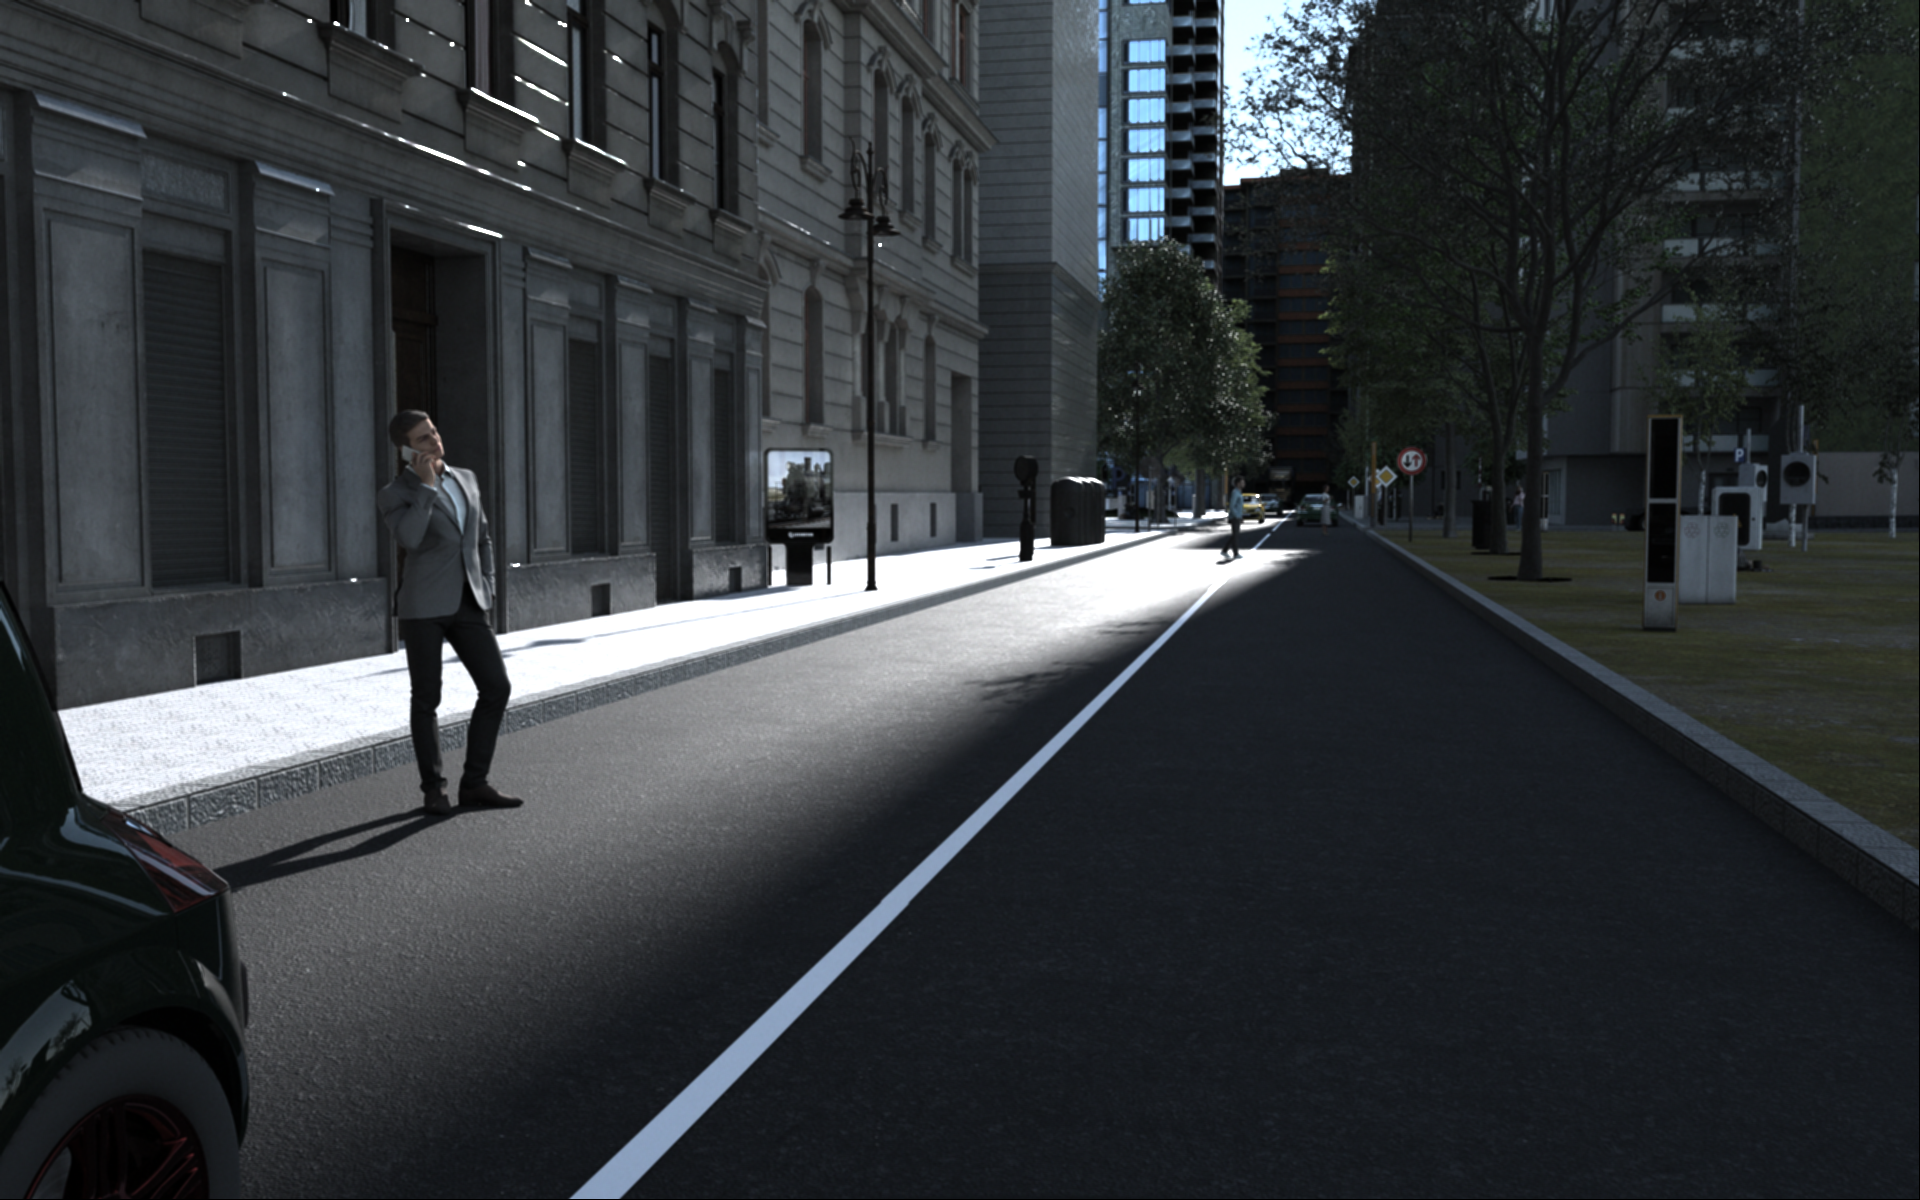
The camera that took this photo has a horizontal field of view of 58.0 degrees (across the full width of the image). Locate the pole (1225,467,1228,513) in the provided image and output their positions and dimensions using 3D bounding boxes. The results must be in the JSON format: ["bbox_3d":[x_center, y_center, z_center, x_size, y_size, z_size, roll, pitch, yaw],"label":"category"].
[{"bbox_3d":[17.632,-7.381,114.523,0.158,3.312,0.155,0,3,0],"label":"pole"}]

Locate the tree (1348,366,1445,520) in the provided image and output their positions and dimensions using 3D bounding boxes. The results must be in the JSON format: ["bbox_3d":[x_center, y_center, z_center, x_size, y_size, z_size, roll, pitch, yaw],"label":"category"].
[{"bbox_3d":[22.102,-8.342,86.758,4.737,8.622,4.395,0,3,0],"label":"tree"}]

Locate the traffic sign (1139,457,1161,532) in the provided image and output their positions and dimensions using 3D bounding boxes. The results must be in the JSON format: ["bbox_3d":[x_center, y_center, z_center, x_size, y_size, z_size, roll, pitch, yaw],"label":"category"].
[{"bbox_3d":[6.471,-3.610,59.133,0.768,2.556,0.104,1,4,20],"label":"traffic sign"}]

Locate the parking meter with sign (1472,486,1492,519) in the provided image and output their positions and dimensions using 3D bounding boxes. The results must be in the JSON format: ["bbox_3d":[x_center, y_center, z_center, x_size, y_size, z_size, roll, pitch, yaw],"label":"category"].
[{"bbox_3d":[27.586,-5.780,90.760,1.738,3.016,0.543,-2,4,-33],"label":"parking meter with sign"}]

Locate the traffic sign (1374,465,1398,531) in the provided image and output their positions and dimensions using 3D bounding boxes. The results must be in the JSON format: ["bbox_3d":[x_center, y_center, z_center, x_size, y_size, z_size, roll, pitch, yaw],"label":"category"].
[{"bbox_3d":[14.730,-3.441,59.909,0.795,2.450,0.064,1,4,11],"label":"traffic sign"}]

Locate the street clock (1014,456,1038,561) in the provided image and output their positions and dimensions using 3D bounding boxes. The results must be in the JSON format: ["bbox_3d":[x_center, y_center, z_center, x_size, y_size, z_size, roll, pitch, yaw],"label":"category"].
[{"bbox_3d":[1.262,-1.743,33.064,0.358,2.002,0.471,-2,4,-35],"label":"street clock"}]

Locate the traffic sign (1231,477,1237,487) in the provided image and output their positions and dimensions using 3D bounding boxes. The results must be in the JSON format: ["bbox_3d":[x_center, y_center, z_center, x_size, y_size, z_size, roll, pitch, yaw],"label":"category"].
[{"bbox_3d":[20.381,-7.814,127.865,0.768,2.556,0.104,1,4,21],"label":"traffic sign"}]

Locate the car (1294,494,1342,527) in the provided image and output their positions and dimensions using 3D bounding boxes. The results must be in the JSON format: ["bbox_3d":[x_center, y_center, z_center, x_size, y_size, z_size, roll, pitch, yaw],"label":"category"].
[{"bbox_3d":[16.131,-4.053,78.067,2.131,1.459,4.920,1,4,12],"label":"car"}]

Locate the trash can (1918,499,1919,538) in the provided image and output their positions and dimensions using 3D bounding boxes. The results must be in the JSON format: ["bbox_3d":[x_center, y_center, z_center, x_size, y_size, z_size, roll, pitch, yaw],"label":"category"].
[{"bbox_3d":[26.974,-2.226,48.048,0.748,1.137,0.748,0,3,0],"label":"trash can"}]

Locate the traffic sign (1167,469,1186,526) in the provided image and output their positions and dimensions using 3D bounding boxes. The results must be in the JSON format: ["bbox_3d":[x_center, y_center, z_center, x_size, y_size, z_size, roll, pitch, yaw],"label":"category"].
[{"bbox_3d":[8.629,-4.016,69.306,0.795,2.450,0.064,1,4,11],"label":"traffic sign"}]

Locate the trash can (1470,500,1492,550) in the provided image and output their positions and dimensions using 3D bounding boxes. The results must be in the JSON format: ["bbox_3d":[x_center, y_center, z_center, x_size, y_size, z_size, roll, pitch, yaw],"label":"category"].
[{"bbox_3d":[12.212,-1.746,40.207,0.748,1.137,0.748,0,3,0],"label":"trash can"}]

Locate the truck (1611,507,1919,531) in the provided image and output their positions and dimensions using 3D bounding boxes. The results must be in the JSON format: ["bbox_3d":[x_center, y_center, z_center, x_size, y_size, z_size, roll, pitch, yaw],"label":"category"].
[{"bbox_3d":[32.549,-4.277,59.690,18.799,4.110,2.967,1,4,10],"label":"truck"}]

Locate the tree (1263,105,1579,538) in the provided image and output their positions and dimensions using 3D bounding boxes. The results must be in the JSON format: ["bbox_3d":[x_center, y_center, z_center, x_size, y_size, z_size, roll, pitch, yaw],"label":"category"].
[{"bbox_3d":[14.050,-8.121,50.902,7.486,12.596,7.792,0,3,0],"label":"tree"}]

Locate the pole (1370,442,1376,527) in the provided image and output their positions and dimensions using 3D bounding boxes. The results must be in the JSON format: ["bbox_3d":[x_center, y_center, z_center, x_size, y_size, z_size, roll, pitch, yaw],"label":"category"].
[{"bbox_3d":[16.138,-4.510,67.586,0.158,3.312,0.155,0,3,0],"label":"pole"}]

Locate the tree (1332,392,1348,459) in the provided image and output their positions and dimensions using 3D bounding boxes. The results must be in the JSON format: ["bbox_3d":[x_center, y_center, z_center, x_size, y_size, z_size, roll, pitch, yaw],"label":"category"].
[{"bbox_3d":[23.037,-8.850,95.057,4.737,8.622,4.395,0,3,0],"label":"tree"}]

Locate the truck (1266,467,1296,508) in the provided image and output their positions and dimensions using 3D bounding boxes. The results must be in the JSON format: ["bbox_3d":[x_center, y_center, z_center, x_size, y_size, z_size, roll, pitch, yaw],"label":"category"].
[{"bbox_3d":[33.657,-11.754,181.091,2.839,4.237,11.283,1,4,13],"label":"truck"}]

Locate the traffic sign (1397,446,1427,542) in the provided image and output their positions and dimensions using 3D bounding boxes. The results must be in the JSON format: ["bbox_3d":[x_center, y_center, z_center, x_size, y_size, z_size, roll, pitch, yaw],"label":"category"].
[{"bbox_3d":[12.094,-2.832,46.417,0.768,2.556,0.104,1,4,12],"label":"traffic sign"}]

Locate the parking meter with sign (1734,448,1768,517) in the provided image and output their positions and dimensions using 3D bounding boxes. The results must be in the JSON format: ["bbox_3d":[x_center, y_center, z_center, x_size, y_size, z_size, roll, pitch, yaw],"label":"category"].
[{"bbox_3d":[30.215,-4.245,65.663,1.738,3.016,0.543,-1,4,-19],"label":"parking meter with sign"}]

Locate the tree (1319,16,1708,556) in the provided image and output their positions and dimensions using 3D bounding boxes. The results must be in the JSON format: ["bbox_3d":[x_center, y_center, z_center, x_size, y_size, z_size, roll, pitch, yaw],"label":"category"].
[{"bbox_3d":[11.478,-6.768,36.411,9.928,11.665,9.643,0,3,0],"label":"tree"}]

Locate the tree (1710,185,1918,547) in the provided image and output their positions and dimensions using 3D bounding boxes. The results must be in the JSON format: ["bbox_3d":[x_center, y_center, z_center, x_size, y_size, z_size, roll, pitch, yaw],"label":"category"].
[{"bbox_3d":[20.492,-5.596,41.865,4.360,8.622,3.978,0,3,0],"label":"tree"}]

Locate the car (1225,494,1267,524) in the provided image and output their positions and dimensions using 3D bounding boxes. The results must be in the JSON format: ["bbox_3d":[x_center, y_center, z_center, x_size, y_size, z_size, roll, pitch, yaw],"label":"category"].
[{"bbox_3d":[14.065,-4.573,84.991,2.015,1.641,3.980,1,4,12],"label":"car"}]

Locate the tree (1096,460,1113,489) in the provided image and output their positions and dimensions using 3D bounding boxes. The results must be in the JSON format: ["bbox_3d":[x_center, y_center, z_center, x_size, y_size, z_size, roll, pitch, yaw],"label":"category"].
[{"bbox_3d":[11.233,-9.774,143.524,4.285,4.588,4.351,0,3,0],"label":"tree"}]

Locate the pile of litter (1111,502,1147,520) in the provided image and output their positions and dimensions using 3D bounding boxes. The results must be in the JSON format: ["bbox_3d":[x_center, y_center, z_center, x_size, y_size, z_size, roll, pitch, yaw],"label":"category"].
[{"bbox_3d":[8.441,-4.436,86.499,1.719,0.858,1.176,2,4,27],"label":"pile of litter"}]

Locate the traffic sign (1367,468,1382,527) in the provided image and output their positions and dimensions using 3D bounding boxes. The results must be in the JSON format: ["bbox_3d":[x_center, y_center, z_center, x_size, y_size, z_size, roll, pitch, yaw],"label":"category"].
[{"bbox_3d":[16.314,-3.920,67.736,0.795,2.450,0.064,1,4,11],"label":"traffic sign"}]

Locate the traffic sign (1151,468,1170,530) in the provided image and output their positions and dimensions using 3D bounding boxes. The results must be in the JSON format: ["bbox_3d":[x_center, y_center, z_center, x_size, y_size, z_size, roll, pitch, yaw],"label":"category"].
[{"bbox_3d":[7.045,-3.537,61.479,0.795,2.450,0.064,1,4,11],"label":"traffic sign"}]

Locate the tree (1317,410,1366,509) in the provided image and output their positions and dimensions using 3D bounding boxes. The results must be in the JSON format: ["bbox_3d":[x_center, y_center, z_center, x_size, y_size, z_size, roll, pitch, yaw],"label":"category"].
[{"bbox_3d":[33.385,-12.205,149.908,4.360,8.622,3.978,0,3,0],"label":"tree"}]

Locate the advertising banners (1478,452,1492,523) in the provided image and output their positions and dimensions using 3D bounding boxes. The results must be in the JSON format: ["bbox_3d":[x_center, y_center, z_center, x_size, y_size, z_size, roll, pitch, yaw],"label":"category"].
[{"bbox_3d":[22.026,-4.676,72.641,0.090,3.025,2.074,2,4,34],"label":"advertising banners"}]

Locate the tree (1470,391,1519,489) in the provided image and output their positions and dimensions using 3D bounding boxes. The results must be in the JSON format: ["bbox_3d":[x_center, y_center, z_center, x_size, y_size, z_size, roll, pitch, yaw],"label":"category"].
[{"bbox_3d":[30.255,-8.810,94.408,4.360,8.622,3.978,0,3,0],"label":"tree"}]

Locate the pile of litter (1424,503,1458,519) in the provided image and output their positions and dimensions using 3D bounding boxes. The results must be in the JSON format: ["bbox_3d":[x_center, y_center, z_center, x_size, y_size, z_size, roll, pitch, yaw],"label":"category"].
[{"bbox_3d":[24.614,-4.555,88.444,1.719,0.858,1.176,1,4,20],"label":"pile of litter"}]

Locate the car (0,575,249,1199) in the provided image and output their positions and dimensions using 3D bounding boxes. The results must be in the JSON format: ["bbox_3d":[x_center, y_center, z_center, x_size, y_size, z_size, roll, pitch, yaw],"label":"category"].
[{"bbox_3d":[-2.331,0.517,1.337,2.009,1.686,4.222,1,4,12],"label":"car"}]

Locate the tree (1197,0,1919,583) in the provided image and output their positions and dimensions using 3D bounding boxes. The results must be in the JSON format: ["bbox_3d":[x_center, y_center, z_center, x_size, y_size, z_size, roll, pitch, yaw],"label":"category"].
[{"bbox_3d":[8.595,-7.032,25.345,12.009,13.543,11.850,0,3,0],"label":"tree"}]

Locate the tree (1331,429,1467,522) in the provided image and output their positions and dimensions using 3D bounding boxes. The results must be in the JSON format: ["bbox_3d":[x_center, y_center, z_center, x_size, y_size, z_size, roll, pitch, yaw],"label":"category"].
[{"bbox_3d":[20.539,-5.961,81.181,4.285,4.588,4.351,0,3,0],"label":"tree"}]

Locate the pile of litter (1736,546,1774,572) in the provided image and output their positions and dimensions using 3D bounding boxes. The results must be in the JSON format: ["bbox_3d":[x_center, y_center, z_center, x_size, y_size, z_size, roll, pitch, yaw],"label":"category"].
[{"bbox_3d":[12.930,-0.943,29.378,1.176,0.858,1.719,-1,4,-19],"label":"pile of litter"}]

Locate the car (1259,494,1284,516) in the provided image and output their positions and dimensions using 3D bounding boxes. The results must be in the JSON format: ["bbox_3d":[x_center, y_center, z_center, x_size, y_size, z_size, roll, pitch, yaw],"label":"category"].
[{"bbox_3d":[20.522,-6.334,115.353,2.131,1.459,4.920,1,4,13],"label":"car"}]

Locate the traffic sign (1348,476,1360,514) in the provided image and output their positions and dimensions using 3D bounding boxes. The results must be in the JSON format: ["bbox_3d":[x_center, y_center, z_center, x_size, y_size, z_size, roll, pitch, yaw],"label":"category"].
[{"bbox_3d":[24.750,-6.589,108.915,0.795,2.450,0.064,1,4,17],"label":"traffic sign"}]

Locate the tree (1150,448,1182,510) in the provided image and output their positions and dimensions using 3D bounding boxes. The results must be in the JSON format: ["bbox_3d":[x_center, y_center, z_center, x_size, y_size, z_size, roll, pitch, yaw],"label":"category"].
[{"bbox_3d":[14.189,-10.298,118.739,4.737,8.622,4.395,0,3,0],"label":"tree"}]

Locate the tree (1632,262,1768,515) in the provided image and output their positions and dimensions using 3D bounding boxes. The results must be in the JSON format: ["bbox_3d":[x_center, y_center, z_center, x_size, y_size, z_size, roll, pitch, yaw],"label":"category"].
[{"bbox_3d":[23.820,-6.436,55.589,4.737,8.622,4.395,0,3,0],"label":"tree"}]

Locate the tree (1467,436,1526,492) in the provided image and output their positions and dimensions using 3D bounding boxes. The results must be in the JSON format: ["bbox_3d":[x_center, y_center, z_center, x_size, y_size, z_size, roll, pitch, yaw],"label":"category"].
[{"bbox_3d":[25.967,-6.131,83.961,4.285,4.588,4.351,0,3,0],"label":"tree"}]

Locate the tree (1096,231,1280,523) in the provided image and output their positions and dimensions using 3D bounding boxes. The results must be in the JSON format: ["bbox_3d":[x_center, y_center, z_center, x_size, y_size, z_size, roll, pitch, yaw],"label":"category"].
[{"bbox_3d":[8.638,-9.710,75.762,9.611,12.733,9.660,0,3,0],"label":"tree"}]

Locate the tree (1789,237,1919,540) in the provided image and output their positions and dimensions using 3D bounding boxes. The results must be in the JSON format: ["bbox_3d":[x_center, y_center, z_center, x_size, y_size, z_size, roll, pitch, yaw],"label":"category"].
[{"bbox_3d":[27.804,-6.155,50.992,4.360,8.622,3.978,0,3,0],"label":"tree"}]

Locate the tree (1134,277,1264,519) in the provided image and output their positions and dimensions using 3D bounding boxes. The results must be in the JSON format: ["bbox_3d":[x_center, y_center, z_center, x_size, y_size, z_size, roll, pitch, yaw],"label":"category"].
[{"bbox_3d":[12.461,-10.568,90.918,7.486,12.596,7.792,0,3,0],"label":"tree"}]

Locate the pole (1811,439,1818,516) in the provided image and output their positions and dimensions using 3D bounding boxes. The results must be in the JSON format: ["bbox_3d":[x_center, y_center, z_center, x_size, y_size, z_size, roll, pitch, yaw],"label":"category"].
[{"bbox_3d":[31.957,-4.339,64.778,0.158,3.312,0.155,0,3,0],"label":"pole"}]
